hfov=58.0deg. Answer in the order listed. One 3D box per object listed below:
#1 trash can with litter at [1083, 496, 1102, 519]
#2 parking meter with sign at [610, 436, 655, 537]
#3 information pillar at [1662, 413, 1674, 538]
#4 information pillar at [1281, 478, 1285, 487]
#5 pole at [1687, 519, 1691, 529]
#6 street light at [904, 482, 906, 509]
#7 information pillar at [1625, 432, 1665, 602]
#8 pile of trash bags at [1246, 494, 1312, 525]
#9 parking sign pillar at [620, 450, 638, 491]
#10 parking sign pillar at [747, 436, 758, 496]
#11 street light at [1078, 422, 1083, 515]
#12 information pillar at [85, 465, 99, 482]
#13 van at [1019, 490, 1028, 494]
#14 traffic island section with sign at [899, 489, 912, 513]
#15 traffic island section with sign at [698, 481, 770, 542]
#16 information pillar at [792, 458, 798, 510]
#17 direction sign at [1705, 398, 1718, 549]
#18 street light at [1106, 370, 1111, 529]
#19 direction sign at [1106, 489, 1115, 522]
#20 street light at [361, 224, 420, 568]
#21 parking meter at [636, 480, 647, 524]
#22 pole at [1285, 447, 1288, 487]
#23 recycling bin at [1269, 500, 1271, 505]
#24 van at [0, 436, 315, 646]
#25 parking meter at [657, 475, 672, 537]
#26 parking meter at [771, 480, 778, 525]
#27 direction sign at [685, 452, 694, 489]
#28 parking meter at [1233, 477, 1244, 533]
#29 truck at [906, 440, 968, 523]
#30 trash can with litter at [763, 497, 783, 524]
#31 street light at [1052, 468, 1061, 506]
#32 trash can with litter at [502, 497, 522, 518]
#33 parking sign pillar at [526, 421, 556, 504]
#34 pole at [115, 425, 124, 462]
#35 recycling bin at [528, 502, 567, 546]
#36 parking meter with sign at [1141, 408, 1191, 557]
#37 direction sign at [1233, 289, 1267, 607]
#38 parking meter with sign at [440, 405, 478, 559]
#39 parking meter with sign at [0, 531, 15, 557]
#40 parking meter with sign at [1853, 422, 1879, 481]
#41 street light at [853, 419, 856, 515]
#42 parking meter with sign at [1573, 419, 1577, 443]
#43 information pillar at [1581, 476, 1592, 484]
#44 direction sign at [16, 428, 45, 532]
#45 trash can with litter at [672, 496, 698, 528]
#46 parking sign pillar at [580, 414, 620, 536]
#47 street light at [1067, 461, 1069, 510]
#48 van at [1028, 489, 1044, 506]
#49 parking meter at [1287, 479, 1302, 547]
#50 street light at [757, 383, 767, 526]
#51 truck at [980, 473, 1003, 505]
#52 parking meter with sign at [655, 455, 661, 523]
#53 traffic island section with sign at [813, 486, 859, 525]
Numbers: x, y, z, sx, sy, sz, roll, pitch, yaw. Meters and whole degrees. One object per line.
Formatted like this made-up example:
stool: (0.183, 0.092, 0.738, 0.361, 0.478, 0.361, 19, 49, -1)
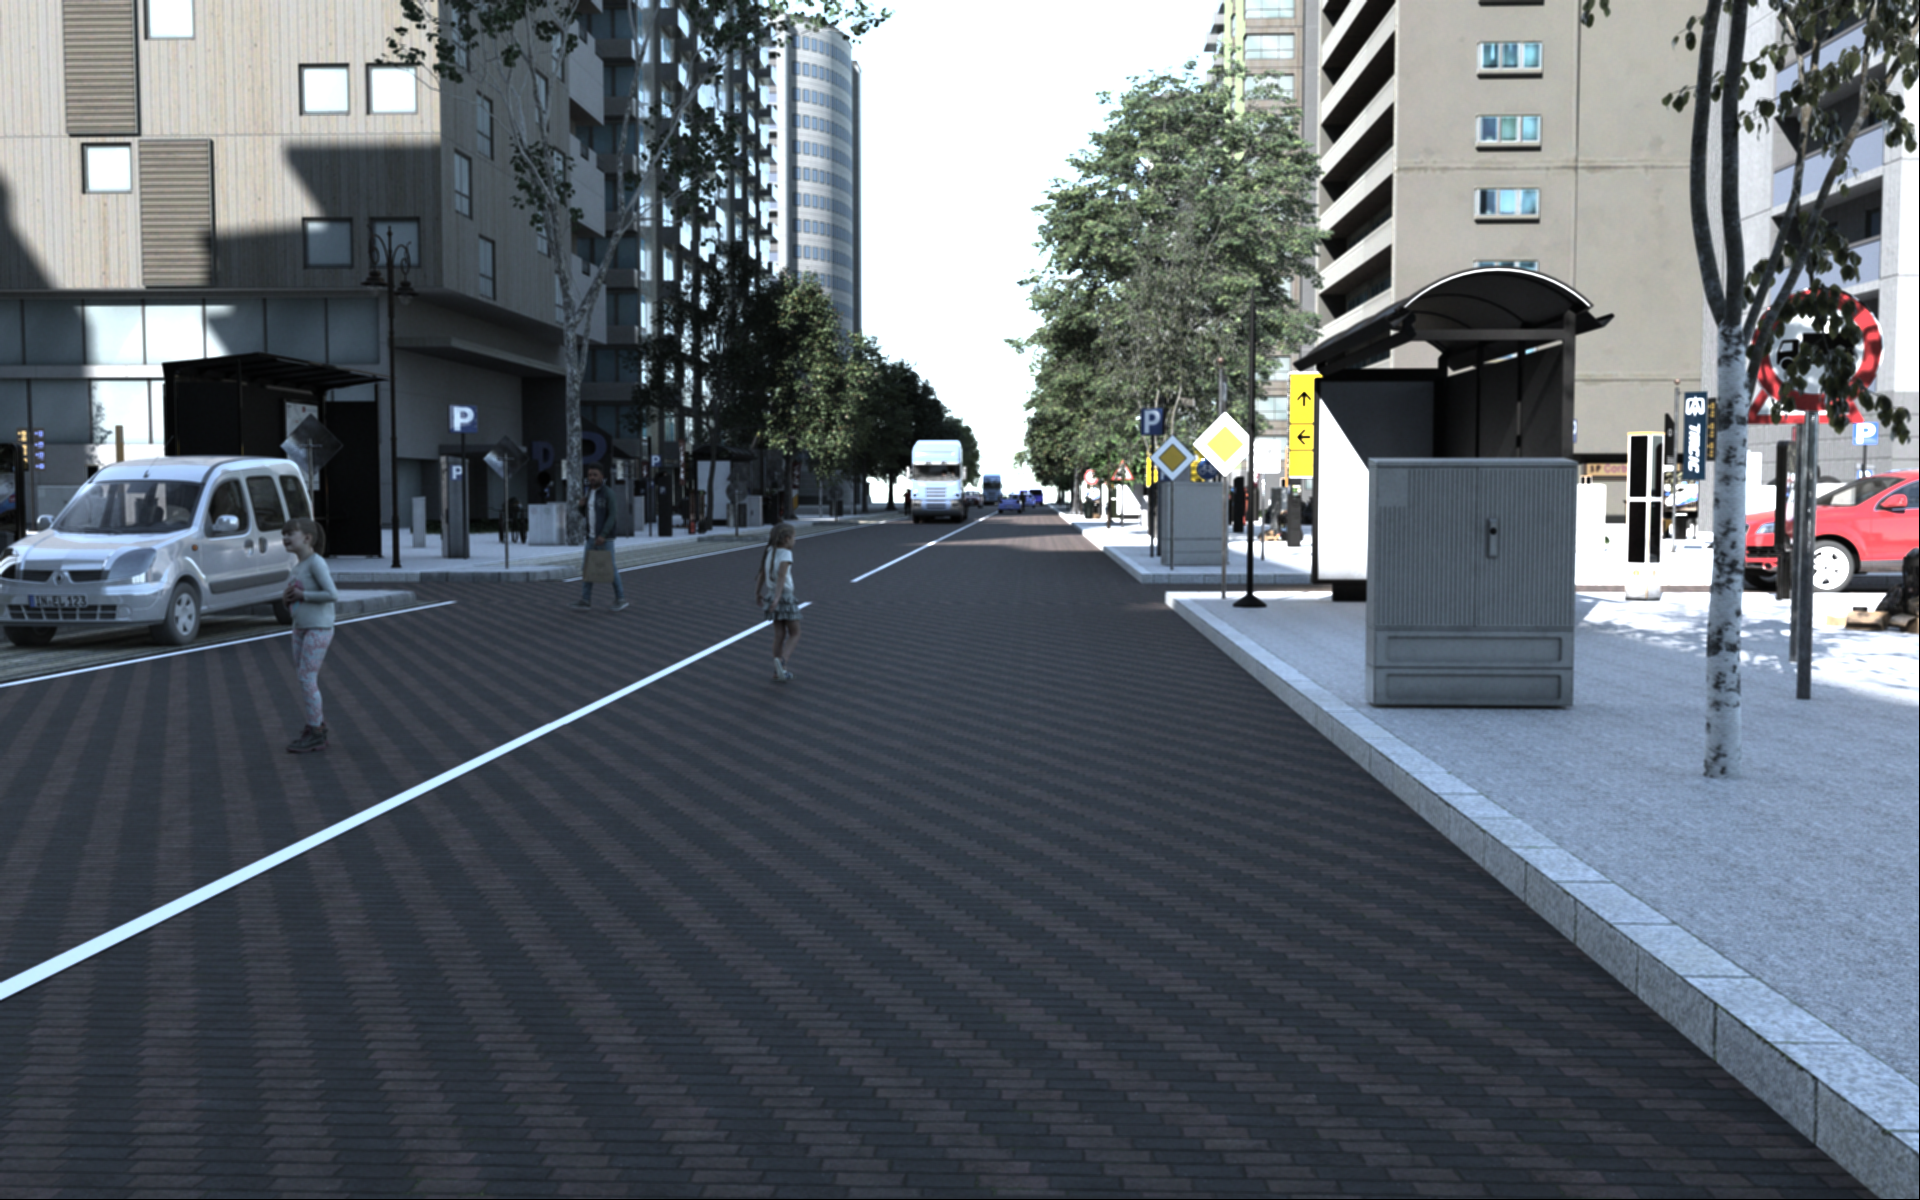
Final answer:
trash can with litter: (6.816, -4.727, 88.668, 1.055, 1.170, 0.624, 3, 5, 43)
parking meter with sign: (-10.183, -3.422, 52.205, 1.738, 3.016, 0.543, -1, 4, -10)
information pillar: (20.565, -3.599, 50.197, 0.504, 3.616, 0.183, -2, 4, -33)
information pillar: (14.982, -4.611, 79.885, 0.304, 2.012, 0.304, 3, 4, 36)
pole: (26.832, -4.279, 63.802, 0.158, 3.312, 0.155, 0, 3, 0)
street light: (-4.679, -10.685, 147.488, 0.468, 5.910, 1.993, 0, 4, 2)
information pillar: (8.214, -0.996, 20.784, 0.304, 2.012, 0.304, -3, 4, -36)
pile of trash bags: (13.275, -3.866, 72.954, 3.447, 1.369, 1.912, 0, 4, -1)
parking sign pillar: (-18.226, -6.475, 94.341, 1.447, 3.967, 1.447, -1, 4, -13)
parking sign pillar: (-9.725, -5.618, 80.319, 1.447, 3.967, 1.447, 0, 4, 8)
street light: (7.290, -8.011, 103.765, 0.468, 5.910, 1.993, 0, 4, 2)
information pillar: (-21.910, -2.403, 43.776, 0.304, 2.012, 0.304, -2, 4, -30)
van: (9.549, -15.255, 253.797, 2.240, 2.365, 5.245, 0, 4, 4)
traffic island section with sign: (-3.527, -7.374, 129.190, 1.989, 1.847, 2.006, 0, 4, 2)
traffic island section with sign: (-6.802, -2.689, 52.590, 1.989, 1.847, 2.006, 0, 4, 2)
information pillar: (-9.620, -6.652, 100.110, 0.504, 3.616, 0.183, -1, 4, -20)
direction sign: (17.730, -2.973, 40.610, 0.379, 3.537, 0.876, 0, 4, -5)
street light: (5.476, -5.553, 63.581, 0.468, 5.910, 1.993, 0, 4, 2)
direction sign: (6.912, -5.349, 79.450, 0.379, 3.537, 0.876, 0, 4, -1)
street light: (-9.825, -3.500, 30.009, 0.468, 5.910, 1.993, 0, 4, 2)
parking meter: (-13.437, -4.122, 73.102, 0.399, 1.863, 0.255, -3, 4, -36)
pole: (14.062, -4.929, 74.428, 0.158, 3.312, 0.155, 0, 3, 0)
recycling bin: (14.019, -3.872, 75.865, 0.722, 1.027, 0.722, -2, 4, -27)
van: (-8.042, -0.647, 17.590, 2.013, 2.044, 4.112, 0, 4, 2)
parking meter: (-8.924, -2.852, 52.336, 0.399, 1.863, 0.255, 2, 4, 23)
parking meter: (-7.576, -3.982, 70.818, 0.255, 1.863, 0.399, 0, 4, -5)
direction sign: (-14.328, -6.138, 92.347, 0.876, 3.537, 0.379, 0, 4, 4)
parking meter: (9.302, -3.188, 57.838, 0.255, 1.863, 0.399, -1, 4, -11)
truck: (-0.950, -6.301, 92.779, 2.967, 4.110, 18.799, 0, 4, 1)
trash can with litter: (-8.059, -3.830, 74.000, 0.624, 1.170, 1.055, 2, 4, 34)
street light: (12.383, -15.285, 222.697, 0.468, 5.910, 1.993, 0, 4, 2)
trash can with litter: (-16.414, -3.135, 62.647, 0.624, 1.170, 1.055, 3, 4, 38)
parking sign pillar: (-15.500, -4.628, 64.134, 1.447, 3.967, 1.447, 1, 4, 18)
pole: (-24.950, -3.526, 51.493, 0.158, 3.312, 0.155, 0, 3, 0)
recycling bin: (-10.321, -1.881, 43.316, 0.722, 1.027, 0.722, 1, 4, 11)
parking meter with sign: (4.455, -2.420, 35.829, 0.543, 3.016, 1.738, 3, 5, 41)
direction sign: (3.306, -1.692, 19.657, 0.379, 3.537, 0.876, 1, 4, 10)
parking meter with sign: (-10.116, -2.355, 34.759, 0.543, 3.016, 1.738, -2, 4, -27)
parking meter with sign: (-11.623, -1.417, 19.421, 1.738, 3.016, 0.543, -1, 4, -15)
parking meter with sign: (22.411, -2.848, 42.819, 0.543, 3.016, 1.738, 2, 4, 31)
street light: (-6.470, -8.174, 106.427, 0.468, 5.910, 1.993, 0, 4, 2)
parking meter with sign: (13.526, -2.722, 40.763, 1.738, 3.016, 0.543, 2, 4, 31)
information pillar: (25.095, -3.974, 69.466, 0.304, 2.012, 0.304, -1, 4, -19)
direction sign: (-31.666, -4.104, 59.092, 0.876, 3.537, 0.379, 0, 4, -7)
trash can with litter: (-10.376, -3.343, 65.721, 1.678, 1.210, 2.233, -1, 4, -17)
parking sign pillar: (-11.435, -3.985, 53.625, 1.447, 3.967, 1.447, 0, 4, -5)
street light: (8.679, -10.185, 139.308, 0.468, 5.910, 1.993, 0, 4, 2)
van: (9.251, -12.800, 213.660, 2.240, 2.365, 5.245, 0, 4, 1)
parking meter: (8.062, -2.206, 41.779, 0.255, 1.863, 0.399, 0, 4, -5)
street light: (-8.048, -5.958, 70.195, 0.468, 5.910, 1.993, 0, 4, 2)
truck: (4.515, -14.664, 229.508, 2.967, 4.110, 18.799, 0, 4, 3)
parking meter with sign: (-13.949, -4.970, 77.527, 0.543, 3.016, 1.738, -2, 4, -32)
traffic island section with sign: (-5.662, -4.336, 79.521, 1.989, 1.847, 2.006, 0, 4, 2)
